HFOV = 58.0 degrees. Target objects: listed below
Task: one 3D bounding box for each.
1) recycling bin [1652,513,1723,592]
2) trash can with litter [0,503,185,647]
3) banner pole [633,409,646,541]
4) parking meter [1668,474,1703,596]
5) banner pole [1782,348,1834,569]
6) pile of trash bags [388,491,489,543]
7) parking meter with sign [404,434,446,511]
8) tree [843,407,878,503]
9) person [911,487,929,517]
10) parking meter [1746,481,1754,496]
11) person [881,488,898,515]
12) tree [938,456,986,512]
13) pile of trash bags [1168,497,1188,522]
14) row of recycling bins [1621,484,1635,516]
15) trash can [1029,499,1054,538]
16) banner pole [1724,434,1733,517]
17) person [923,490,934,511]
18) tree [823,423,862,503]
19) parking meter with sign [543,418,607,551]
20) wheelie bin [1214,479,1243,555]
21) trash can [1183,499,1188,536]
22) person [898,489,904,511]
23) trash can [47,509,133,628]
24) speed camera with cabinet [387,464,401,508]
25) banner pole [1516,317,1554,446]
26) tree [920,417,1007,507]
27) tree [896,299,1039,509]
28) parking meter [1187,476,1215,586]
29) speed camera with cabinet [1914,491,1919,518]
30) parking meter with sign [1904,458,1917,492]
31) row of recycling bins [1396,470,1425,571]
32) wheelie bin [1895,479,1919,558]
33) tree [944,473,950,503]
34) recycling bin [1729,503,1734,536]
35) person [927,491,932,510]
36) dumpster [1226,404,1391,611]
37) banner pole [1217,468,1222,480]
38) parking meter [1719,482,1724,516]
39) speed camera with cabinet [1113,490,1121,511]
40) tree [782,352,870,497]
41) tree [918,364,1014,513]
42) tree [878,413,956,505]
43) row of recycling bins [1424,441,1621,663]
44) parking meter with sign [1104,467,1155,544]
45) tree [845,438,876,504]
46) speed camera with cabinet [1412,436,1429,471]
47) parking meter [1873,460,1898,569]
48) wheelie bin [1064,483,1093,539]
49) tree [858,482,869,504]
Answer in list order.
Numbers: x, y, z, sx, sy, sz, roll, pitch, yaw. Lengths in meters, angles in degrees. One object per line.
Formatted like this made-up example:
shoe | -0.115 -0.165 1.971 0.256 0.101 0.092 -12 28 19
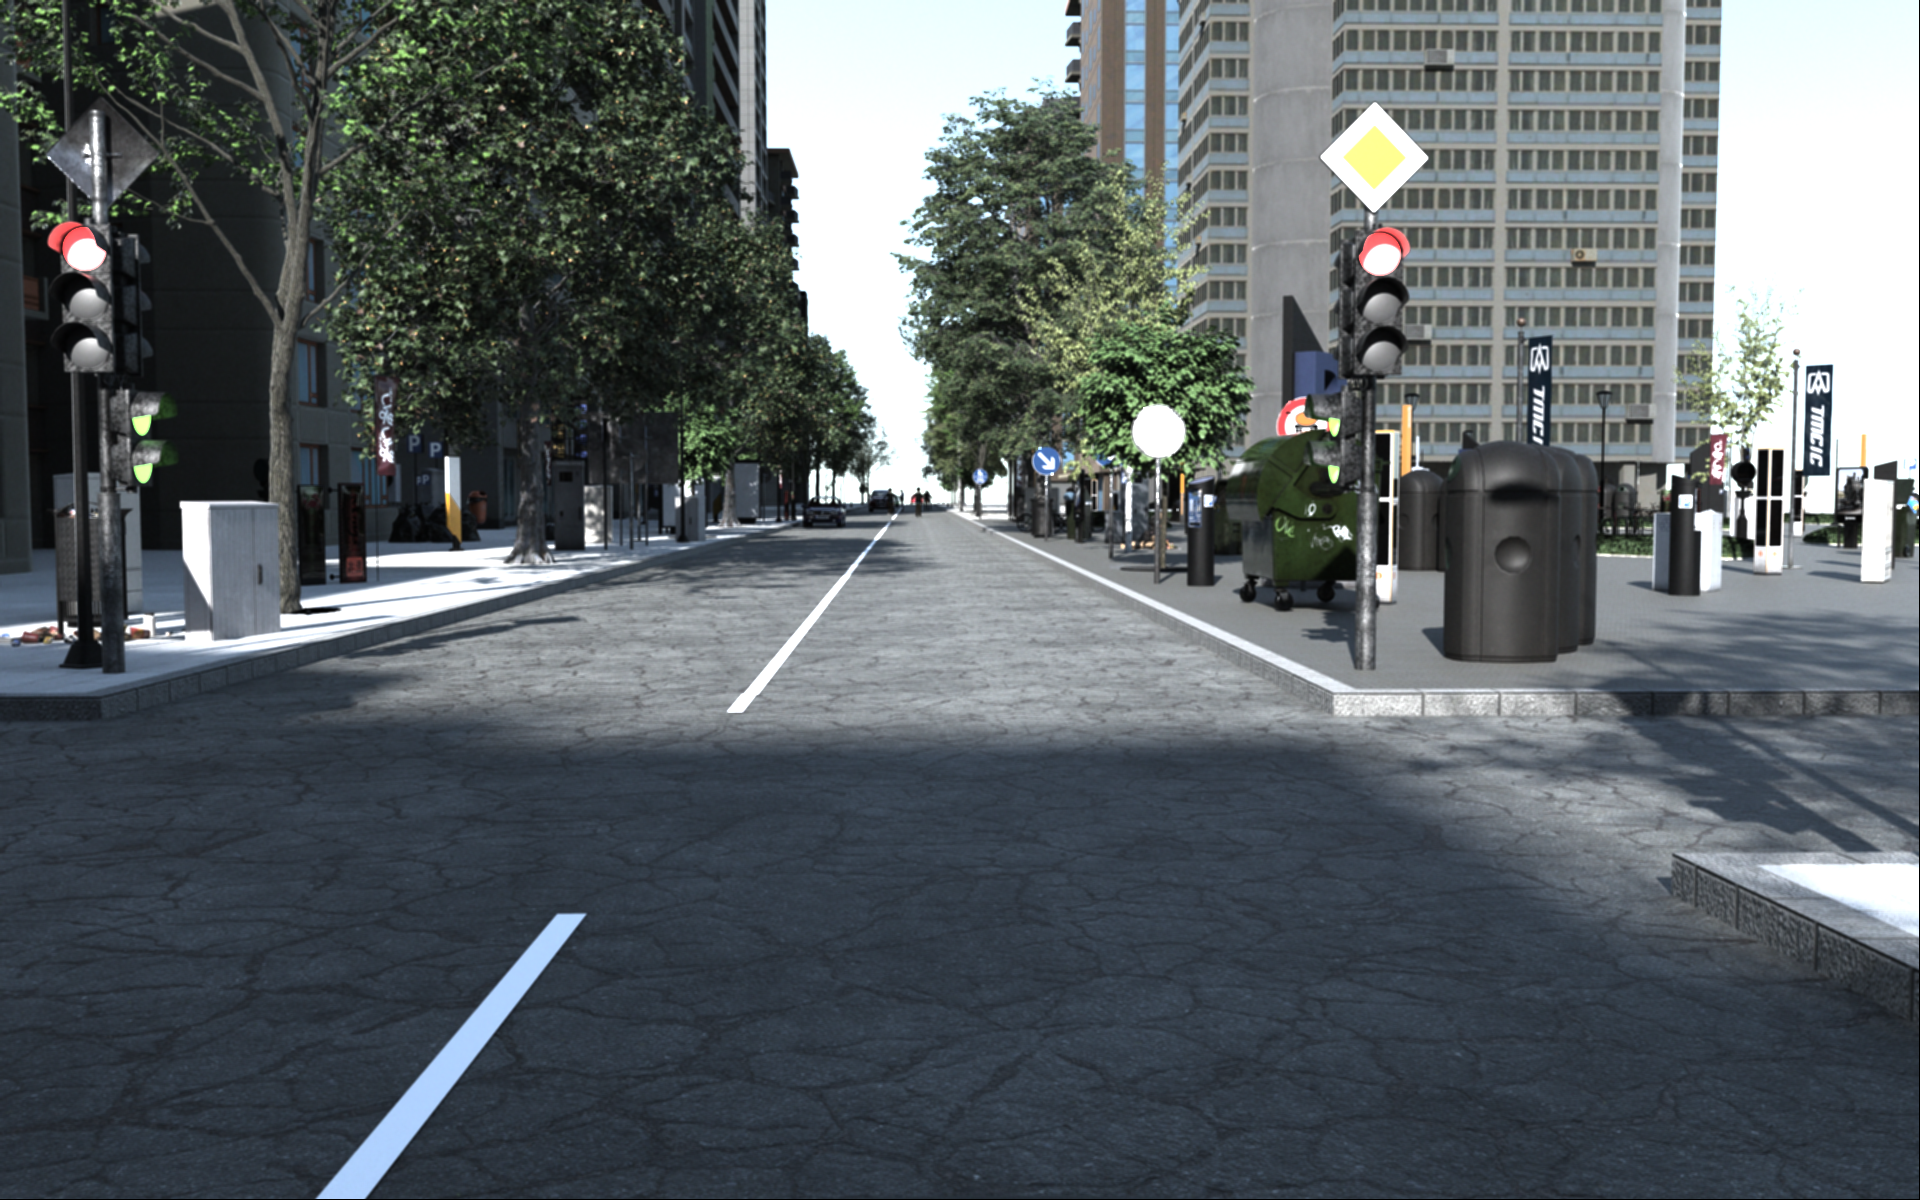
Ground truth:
recycling bin | 9.680 -0.642 23.047 0.722 1.027 0.722 3 4 36
trash can with litter | -8.065 -0.262 15.338 2.233 1.210 1.678 0 3 0
banner pole | -8.764 -3.505 47.331 0.401 3.779 0.863 0 4 -6
parking meter | 9.202 -0.829 21.962 0.372 1.533 0.369 0 3 0
banner pole | 14.494 -2.423 29.631 0.401 3.779 0.863 -3 5 -39
pile of trash bags | -13.902 -2.286 47.130 1.912 1.369 3.447 1 4 16
parking meter with sign | -15.515 -3.354 51.102 0.543 3.016 1.738 1 4 21
tree | -13.215 -20.518 245.831 12.009 13.543 11.850 0 3 0
person | -2.524 -6.006 106.330 1.348 1.869 0.705 3 4 37
parking meter | 32.435 -4.005 71.187 0.255 1.863 0.399 1 4 9
person | -4.855 -6.845 120.048 1.348 1.869 0.705 -2 4 -35
tree | 1.203 -8.766 127.044 4.285 4.588 4.351 0 3 0
pile of trash bags | 10.689 -4.213 78.640 1.912 1.369 3.447 0 4 -6
row of recycling bins | 25.296 -3.782 68.947 1.069 1.692 3.534 -2 4 -33
trash can | 2.406 -2.405 50.983 0.748 1.137 0.748 0 3 0
banner pole | 31.670 -4.976 71.378 0.401 3.779 0.863 3 5 42
person | -2.894 -8.581 148.823 1.348 1.821 0.705 0 4 -3
tree | -10.946 -12.729 158.486 4.737 8.622 4.395 0 3 0
parking meter with sign | -8.946 -2.648 39.554 1.738 3.016 0.543 -1 4 -15
wheelie bin | 5.708 -1.755 36.609 0.980 1.594 0.693 -2 4 -30
trash can | 7.204 -2.536 53.114 0.748 1.137 0.748 0 3 0
person | -4.949 -8.317 144.358 0.599 1.838 0.709 -1 4 -13
trash can | -8.420 -0.315 16.798 0.748 1.137 0.748 0 3 0
speed camera with cabinet | -17.347 -3.423 50.296 2.038 3.252 0.660 0 4 -2
banner pole | 8.040 -2.104 24.424 0.401 3.779 0.863 -1 4 -23
tree | 0.375 -15.638 172.692 9.611 12.733 9.660 0 3 0
tree | 1.173 -17.984 149.924 12.611 20.169 13.585 0 3 0
parking meter | 3.371 -0.967 24.226 0.372 1.533 0.369 0 3 0
speed camera with cabinet | 49.347 -5.712 87.733 2.038 3.252 0.660 1 4 21
parking meter with sign | 45.829 -5.349 83.710 0.543 3.016 1.738 2 4 32
row of recycling bins | 8.108 -1.333 28.912 1.069 1.692 3.534 -3 5 -42
wheelie bin | 19.069 -1.676 35.316 0.693 1.594 0.980 -3 5 -41
tree | -1.771 -17.534 237.048 4.360 8.622 3.978 0 3 0
recycling bin | 23.082 -2.342 50.842 0.722 1.027 0.722 3 5 43
person | -2.844 -9.079 157.882 0.436 1.711 0.756 -3 5 -44
dumpster | 3.930 -1.050 19.656 1.502 2.255 1.985 0 4 -2
banner pole | 11.285 -5.219 75.349 0.401 3.779 0.863 0 4 -5
parking meter | 36.106 -4.690 82.397 0.399 1.863 0.255 -1 4 -11
speed camera with cabinet | 7.270 -4.980 75.756 0.660 3.252 2.038 -2 4 -24
tree | -10.323 -12.986 130.451 7.486 12.596 7.792 0 3 0
tree | 0.774 -12.101 115.980 7.486 12.596 7.792 0 3 0
tree | -0.665 -17.590 197.969 12.009 13.543 11.850 0 3 0
row of recycling bins | 4.835 -0.463 14.676 1.069 1.692 3.534 2 4 25
parking meter with sign | 4.523 -2.988 45.107 1.738 3.016 0.543 -3 5 -40
tree | -13.045 -17.047 229.084 4.360 8.622 3.978 0 3 0
speed camera with cabinet | 16.349 -3.967 59.192 2.038 3.252 0.660 2 4 24
parking meter | 15.819 -1.467 29.689 0.399 1.863 0.255 2 4 26
wheelie bin | 3.344 -2.527 49.225 0.693 1.594 0.980 2 4 26
tree | -13.106 -14.759 235.909 1.663 3.219 1.824 0 3 0
